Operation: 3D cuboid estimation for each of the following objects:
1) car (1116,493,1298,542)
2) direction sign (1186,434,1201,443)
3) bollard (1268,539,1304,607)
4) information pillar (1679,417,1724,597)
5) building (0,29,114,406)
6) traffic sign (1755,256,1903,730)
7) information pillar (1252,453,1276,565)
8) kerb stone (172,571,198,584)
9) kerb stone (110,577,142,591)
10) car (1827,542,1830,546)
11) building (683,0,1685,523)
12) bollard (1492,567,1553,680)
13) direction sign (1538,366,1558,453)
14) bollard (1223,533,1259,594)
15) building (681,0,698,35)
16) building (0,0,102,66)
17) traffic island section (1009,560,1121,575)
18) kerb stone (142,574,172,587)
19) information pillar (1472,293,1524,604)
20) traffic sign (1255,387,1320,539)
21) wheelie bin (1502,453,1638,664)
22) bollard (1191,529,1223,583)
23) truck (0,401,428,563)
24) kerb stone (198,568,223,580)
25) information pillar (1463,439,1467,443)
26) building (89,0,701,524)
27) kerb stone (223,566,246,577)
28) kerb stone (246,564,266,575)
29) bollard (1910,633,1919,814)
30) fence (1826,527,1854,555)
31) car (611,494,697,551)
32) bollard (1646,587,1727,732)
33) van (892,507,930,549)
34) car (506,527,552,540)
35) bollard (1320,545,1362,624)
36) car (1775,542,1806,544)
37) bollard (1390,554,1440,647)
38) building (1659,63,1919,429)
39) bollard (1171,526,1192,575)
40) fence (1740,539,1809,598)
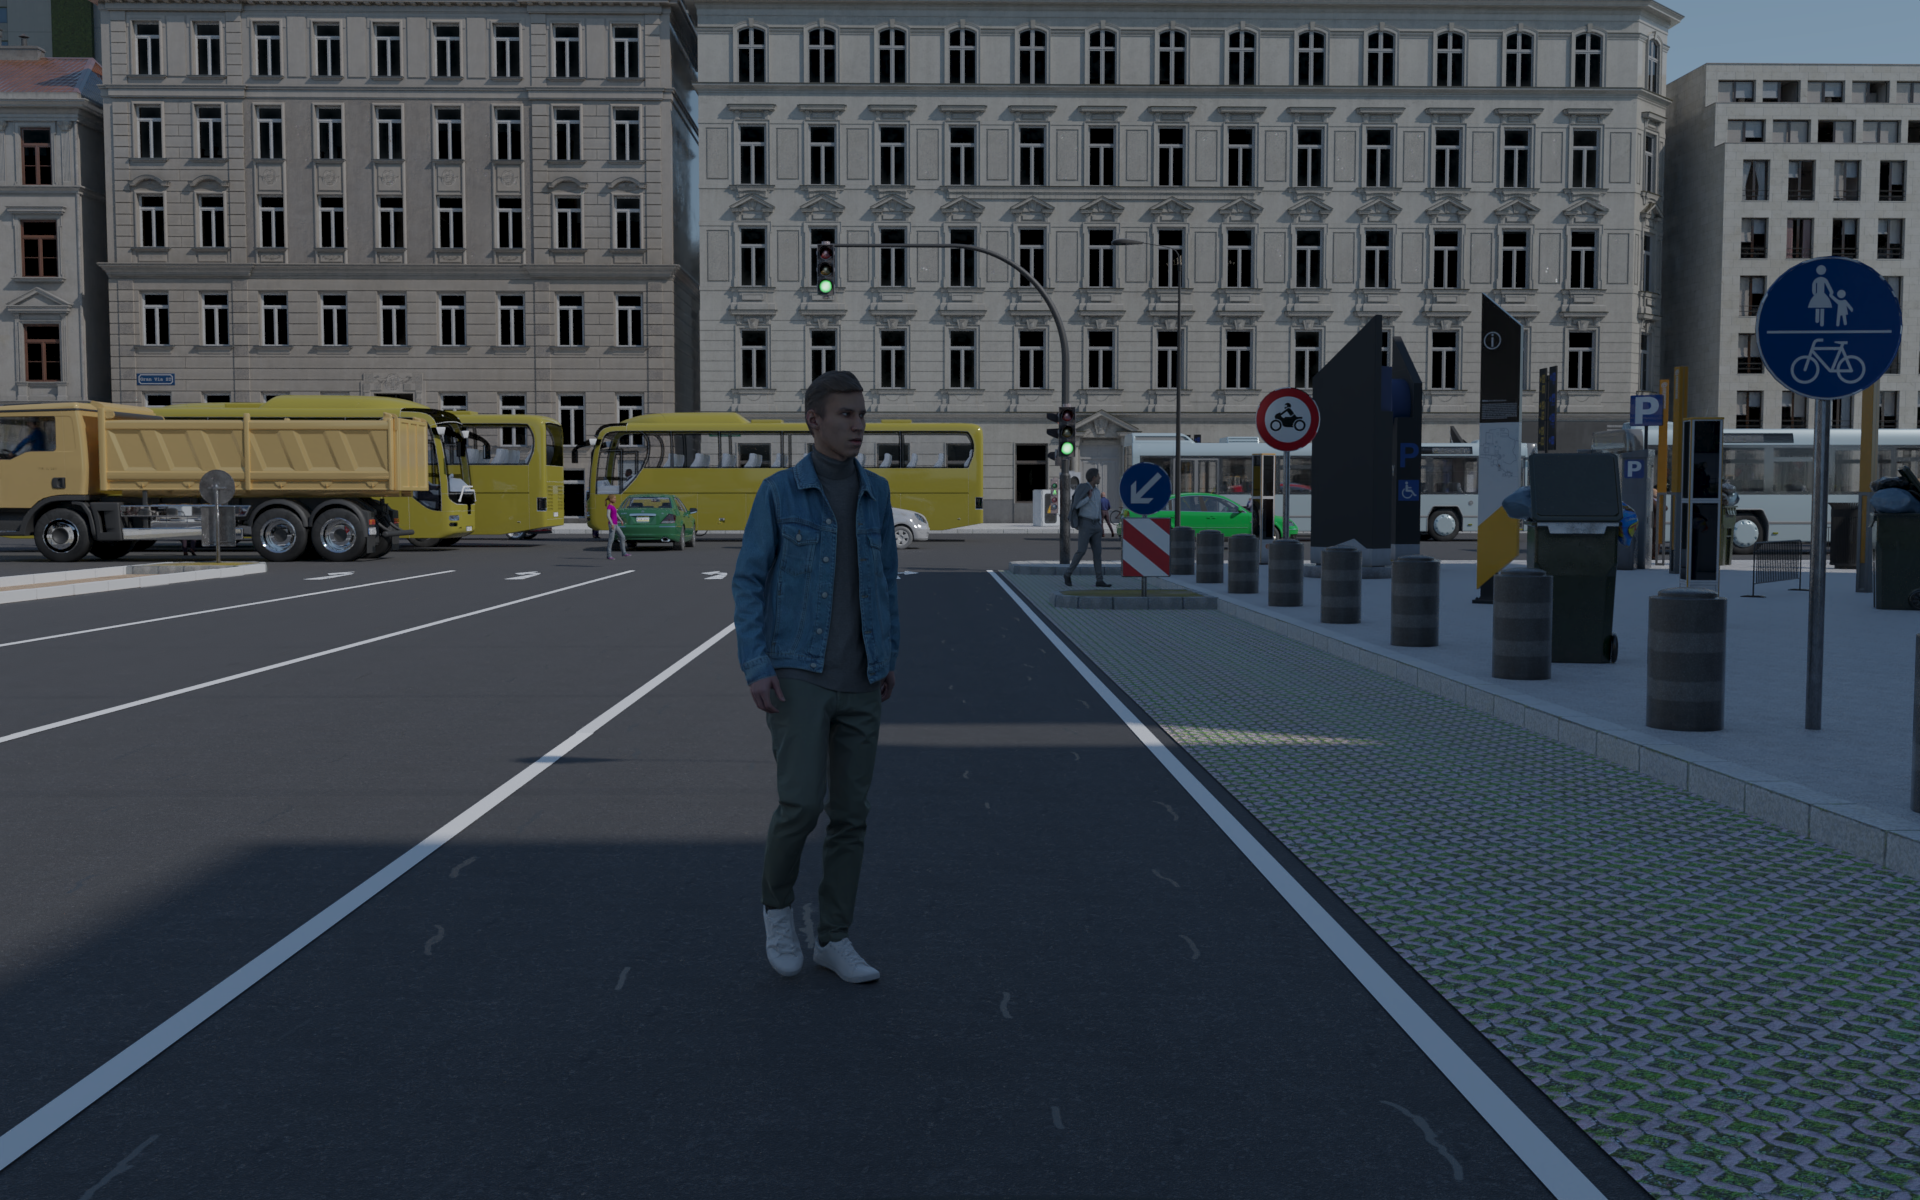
[{"bbox_3d":[6.463,-2.231,45.269,4.718,1.807,1.959,0,4,-3],"label":"car"},{"bbox_3d":[8.843,-4.528,66.035,0.379,3.537,0.876,-3,5,-40],"label":"direction sign"},{"bbox_3d":[3.736,-0.314,19.852,0.404,0.777,0.398,0,3,0],"label":"bollard"},{"bbox_3d":[7.137,-0.746,16.688,0.304,2.012,0.304,1,4,9],"label":"information pillar"},{"bbox_3d":[-47.957,-14.892,79.644,21.152,22.565,11.583,0,4,-1],"label":"building"},{"bbox_3d":[4.658,-0.567,9.379,0.768,2.556,0.104,0,4,3],"label":"traffic sign"},{"bbox_3d":[5.501,-1.647,31.426,0.304,2.012,0.304,-2,4,-26],"label":"information pillar"},{"bbox_3d":[-12.670,-0.360,28.093,0.120,0.150,1.000,0,4,-1],"label":"kerb stone"},{"bbox_3d":[-12.626,-0.233,26.035,0.120,0.150,1.000,0,4,-1],"label":"kerb stone"},{"bbox_3d":[25.279,-2.318,47.484,3.694,1.707,1.945,0,4,0],"label":"car"},{"bbox_3d":[10.002,-18.736,82.751,44.131,29.872,17.030,0,4,-1],"label":"building"},{"bbox_3d":[3.928,0.160,12.096,0.404,0.777,0.398,0,3,0],"label":"bollard"},{"bbox_3d":[10.501,-2.386,31.013,0.379,3.537,0.876,0,3,0],"label":"direction sign"},{"bbox_3d":[3.673,-0.472,22.438,0.404,0.777,0.398,0,3,0],"label":"bollard"},{"bbox_3d":[-29.030,-49.188,242.470,20.611,71.187,20.563,0,4,-1],"label":"building"},{"bbox_3d":[-79.358,-38.164,165.980,28.212,58.520,21.231,0,4,-1],"label":"building"},{"bbox_3d":[1.937,-0.581,31.781,2.009,0.180,2.903,0,4,-1],"label":"traffic island section"},{"bbox_3d":[-12.640,-0.298,27.067,0.120,0.150,1.000,0,4,-1],"label":"kerb stone"},{"bbox_3d":[6.258,-1.759,20.116,0.504,3.616,0.183,3,4,38],"label":"information pillar"},{"bbox_3d":[3.907,-1.262,20.734,0.768,2.556,0.104,0,4,2],"label":"traffic sign"},{"bbox_3d":[4.675,-0.333,13.345,0.980,1.594,0.693,1,4,12],"label":"wheelie bin"},{"bbox_3d":[3.610,-0.630,25.016,0.404,0.777,0.398,0,3,0],"label":"bollard"},{"bbox_3d":[-16.738,-2.539,37.439,9.791,3.379,3.469,0,4,-2],"label":"truck"},{"bbox_3d":[-12.697,-0.424,29.121,0.120,0.150,1.000,0,4,-1],"label":"kerb stone"},{"bbox_3d":[21.634,-5.046,73.864,0.504,3.616,0.183,0,4,-4],"label":"information pillar"},{"bbox_3d":[-24.650,-17.296,80.050,25.104,27.353,12.463,0,4,-1],"label":"building"},{"bbox_3d":[-12.720,-0.479,30.148,0.120,0.150,1.000,0,4,-1],"label":"kerb stone"},{"bbox_3d":[-12.751,-0.547,31.174,0.120,0.150,1.000,0,4,-1],"label":"kerb stone"},{"bbox_3d":[4.049,0.476,6.941,0.404,0.777,0.398,0,3,0],"label":"bollard"},{"bbox_3d":[16.599,-1.024,32.122,2.069,0.683,0.278,-2,4,-26],"label":"fence"},{"bbox_3d":[-7.995,-2.048,45.289,2.131,1.459,4.920,0,4,-3],"label":"car"},{"bbox_3d":[3.989,0.318,9.516,0.404,0.777,0.398,0,3,0],"label":"bollard"},{"bbox_3d":[-2.848,-2.356,45.539,4.112,2.044,2.013,0,4,-2],"label":"van"},{"bbox_3d":[-15.187,-2.803,54.876,4.494,1.783,2.155,0,4,0],"label":"car"},{"bbox_3d":[3.800,-0.156,17.265,0.404,0.777,0.398,0,3,0],"label":"bollard"},{"bbox_3d":[25.286,-2.324,50.581,3.894,1.354,1.945,0,4,-3],"label":"car"},{"bbox_3d":[3.859,0.002,14.681,0.404,0.777,0.398,0,3,0],"label":"bollard"},{"bbox_3d":[41.326,-13.811,80.555,16.860,20.320,10.420,0,4,-1],"label":"building"},{"bbox_3d":[3.544,-0.788,27.597,0.404,0.777,0.398,0,3,0],"label":"bollard"},{"bbox_3d":[10.507,-0.420,22.243,0.278,0.683,2.069,3,5,41],"label":"fence"}]
